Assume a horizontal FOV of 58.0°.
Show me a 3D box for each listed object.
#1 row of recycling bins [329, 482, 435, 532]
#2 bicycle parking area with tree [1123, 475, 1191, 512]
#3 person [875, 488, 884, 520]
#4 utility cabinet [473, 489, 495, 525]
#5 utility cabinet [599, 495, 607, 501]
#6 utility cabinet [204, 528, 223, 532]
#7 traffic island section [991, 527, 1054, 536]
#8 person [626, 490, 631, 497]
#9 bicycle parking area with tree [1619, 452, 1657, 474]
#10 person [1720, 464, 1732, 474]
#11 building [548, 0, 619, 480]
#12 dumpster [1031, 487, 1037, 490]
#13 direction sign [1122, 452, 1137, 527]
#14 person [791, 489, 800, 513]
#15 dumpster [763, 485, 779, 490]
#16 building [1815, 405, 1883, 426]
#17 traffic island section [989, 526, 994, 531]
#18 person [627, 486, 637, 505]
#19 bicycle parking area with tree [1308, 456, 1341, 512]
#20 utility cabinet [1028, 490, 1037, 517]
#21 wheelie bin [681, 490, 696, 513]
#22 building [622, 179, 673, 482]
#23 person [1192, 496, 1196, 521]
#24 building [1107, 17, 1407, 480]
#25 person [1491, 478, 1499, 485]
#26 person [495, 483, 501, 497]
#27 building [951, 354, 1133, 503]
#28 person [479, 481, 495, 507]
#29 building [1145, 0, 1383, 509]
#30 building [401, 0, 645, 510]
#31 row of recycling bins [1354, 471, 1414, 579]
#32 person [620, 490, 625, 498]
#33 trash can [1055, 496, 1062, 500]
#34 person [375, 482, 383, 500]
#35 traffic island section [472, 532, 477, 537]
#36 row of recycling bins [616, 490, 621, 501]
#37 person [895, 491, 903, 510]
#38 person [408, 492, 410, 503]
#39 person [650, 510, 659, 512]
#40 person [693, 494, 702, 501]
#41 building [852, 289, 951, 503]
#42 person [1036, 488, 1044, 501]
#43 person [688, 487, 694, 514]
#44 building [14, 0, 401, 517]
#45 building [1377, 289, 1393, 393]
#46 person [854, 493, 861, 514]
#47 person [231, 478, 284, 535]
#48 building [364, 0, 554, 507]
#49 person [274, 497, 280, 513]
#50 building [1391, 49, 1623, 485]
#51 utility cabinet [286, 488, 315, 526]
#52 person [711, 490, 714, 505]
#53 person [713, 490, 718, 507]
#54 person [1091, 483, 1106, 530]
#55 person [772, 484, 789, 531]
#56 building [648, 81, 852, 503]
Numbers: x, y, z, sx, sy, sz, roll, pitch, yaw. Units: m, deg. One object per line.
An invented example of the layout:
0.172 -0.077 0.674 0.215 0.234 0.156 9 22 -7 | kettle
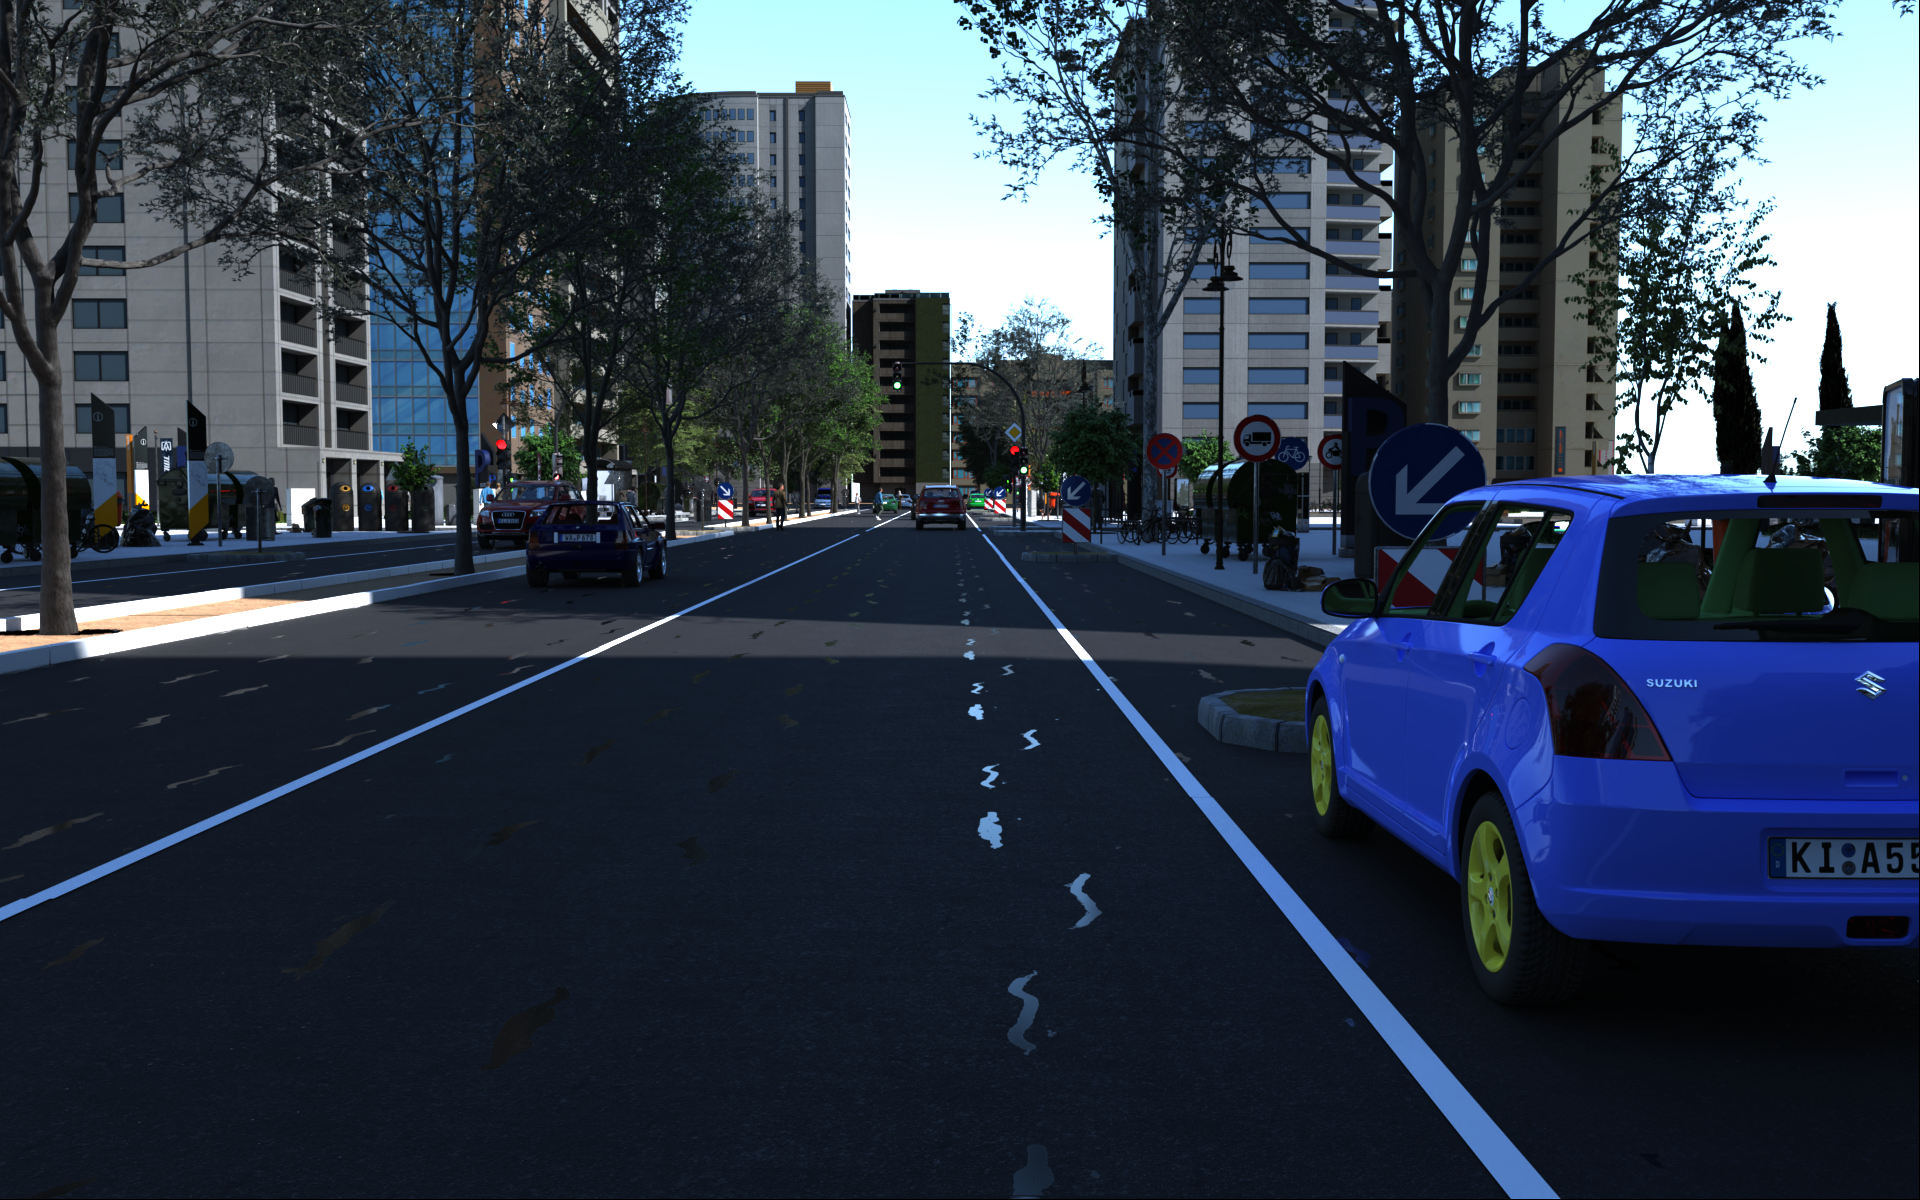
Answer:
-20.024 -3.235 60.011 3.534 1.692 1.069 -1 4 -11 | row of recycling bins
13.522 -8.273 122.273 8.231 4.147 9.016 1 4 17 | bicycle parking area with tree
-4.475 -5.300 95.503 0.444 1.785 0.601 -2 4 -27 | person
-19.664 -3.848 71.589 0.318 1.500 1.173 1 4 18 | utility cabinet
-20.060 -5.274 97.388 0.306 1.237 1.020 0 4 -5 | utility cabinet
-25.130 -3.026 58.156 1.173 1.500 0.318 2 4 32 | utility cabinet
2.202 -2.305 59.964 2.009 0.180 2.903 0 4 0 | traffic island section
-29.899 -9.163 156.309 0.568 1.767 0.683 2 4 26 | person
44.987 -7.855 115.435 8.231 4.147 9.016 -2 4 -33 | bicycle parking area with tree
12.888 -1.397 29.163 0.678 1.792 0.850 0 4 4 | person
-43.046 -32.377 153.067 21.300 48.544 21.600 0 4 0 | building
5.340 -7.666 131.097 1.264 1.857 1.865 0 4 0 | dumpster
6.571 -4.622 67.575 0.876 3.537 0.379 -3 4 -36 | direction sign
-12.128 -7.318 128.415 0.678 1.792 0.850 -2 4 -31 | person
-16.106 -8.856 149.744 1.985 2.255 1.502 0 4 -2 | dumpster
28.544 -22.373 20.426 22.147 44.769 28.867 0 4 0 | building
2.155 -2.793 67.949 2.009 0.180 2.903 0 4 0 | traffic island section
-15.032 -4.323 79.462 0.678 1.792 0.850 2 4 30 | person
28.150 -8.632 128.131 9.016 4.147 8.231 -3 5 -41 | bicycle parking area with tree
4.009 -5.342 96.028 0.318 1.500 1.173 0 4 -7 | utility cabinet
-18.901 -6.876 120.337 0.980 1.594 0.693 -1 4 -22 | wheelie bin
-40.485 -31.441 197.660 14.086 41.232 14.154 0 4 0 | building
9.942 -4.040 72.643 0.362 1.759 0.519 -2 4 -34 | person
31.502 -36.790 190.760 28.713 52.752 27.495 0 4 0 | building
18.321 -3.250 59.191 0.388 1.821 0.555 -2 4 -26 | person
-19.574 -4.088 73.432 0.519 1.759 0.362 -2 4 -34 | person
13.175 -25.065 254.854 28.899 21.520 27.650 0 4 0 | building
-18.833 -3.833 69.056 0.601 1.785 0.444 0 4 1 | person
27.931 -37.966 162.750 21.231 58.520 28.212 0 4 0 | building
-42.790 -44.968 173.479 20.563 71.187 20.611 0 4 0 | building
6.880 -1.264 27.778 1.069 1.692 3.534 1 4 19 | row of recycling bins
-29.675 -8.795 150.669 0.721 1.723 1.217 3 5 45 | person
6.341 -6.075 110.982 0.748 1.137 0.748 0 3 0 | trash can
-27.013 -4.537 80.249 0.620 1.820 0.660 2 4 35 | person
-15.739 -2.299 59.864 2.009 0.180 2.903 0 4 0 | traffic island section
-22.030 -6.276 109.718 1.069 1.692 3.534 -1 4 -9 | row of recycling bins
-5.588 -9.090 157.846 1.217 1.736 0.721 3 5 44 | person
-32.344 -5.795 100.918 0.853 1.813 0.709 1 4 13 | person
-21.051 -6.903 118.823 0.836 1.842 0.656 -1 4 -21 | person
-14.748 -5.407 97.254 0.532 1.782 0.716 -1 4 -20 | person
-8.289 -29.122 247.846 14.107 30.474 14.160 0 4 0 | building
4.956 -6.307 109.280 0.709 1.813 0.853 -1 4 -19 | person
-17.790 -6.597 114.447 0.362 1.759 0.519 -2 4 -32 | person
-43.520 -40.370 98.298 20.563 71.187 20.611 0 4 0 | building
62.936 -29.070 247.002 14.107 30.474 14.160 0 4 0 | building
-7.302 -6.897 123.859 0.503 1.515 0.523 0 4 3 | person
-22.050 -2.944 54.392 1.509 1.804 0.699 -1 4 -13 | person
-37.904 -29.013 124.479 14.600 45.320 14.200 0 4 0 | building
-35.167 -5.029 88.669 0.661 1.777 0.834 3 4 36 | person
61.633 -34.880 193.996 21.600 48.544 21.300 0 4 0 | building
-26.239 -3.685 68.931 0.318 1.500 1.173 2 4 29 | utility cabinet
-28.690 -11.805 199.779 0.721 1.743 1.217 1 4 9 | person
-23.717 -9.874 168.404 0.530 1.710 0.541 -2 4 -26 | person
5.205 -3.552 65.933 0.474 1.900 0.648 2 4 35 | person
-7.027 -3.637 67.876 0.656 1.842 0.836 -1 4 -9 | person
-29.963 -43.328 250.412 28.212 58.520 21.231 0 4 0 | building
